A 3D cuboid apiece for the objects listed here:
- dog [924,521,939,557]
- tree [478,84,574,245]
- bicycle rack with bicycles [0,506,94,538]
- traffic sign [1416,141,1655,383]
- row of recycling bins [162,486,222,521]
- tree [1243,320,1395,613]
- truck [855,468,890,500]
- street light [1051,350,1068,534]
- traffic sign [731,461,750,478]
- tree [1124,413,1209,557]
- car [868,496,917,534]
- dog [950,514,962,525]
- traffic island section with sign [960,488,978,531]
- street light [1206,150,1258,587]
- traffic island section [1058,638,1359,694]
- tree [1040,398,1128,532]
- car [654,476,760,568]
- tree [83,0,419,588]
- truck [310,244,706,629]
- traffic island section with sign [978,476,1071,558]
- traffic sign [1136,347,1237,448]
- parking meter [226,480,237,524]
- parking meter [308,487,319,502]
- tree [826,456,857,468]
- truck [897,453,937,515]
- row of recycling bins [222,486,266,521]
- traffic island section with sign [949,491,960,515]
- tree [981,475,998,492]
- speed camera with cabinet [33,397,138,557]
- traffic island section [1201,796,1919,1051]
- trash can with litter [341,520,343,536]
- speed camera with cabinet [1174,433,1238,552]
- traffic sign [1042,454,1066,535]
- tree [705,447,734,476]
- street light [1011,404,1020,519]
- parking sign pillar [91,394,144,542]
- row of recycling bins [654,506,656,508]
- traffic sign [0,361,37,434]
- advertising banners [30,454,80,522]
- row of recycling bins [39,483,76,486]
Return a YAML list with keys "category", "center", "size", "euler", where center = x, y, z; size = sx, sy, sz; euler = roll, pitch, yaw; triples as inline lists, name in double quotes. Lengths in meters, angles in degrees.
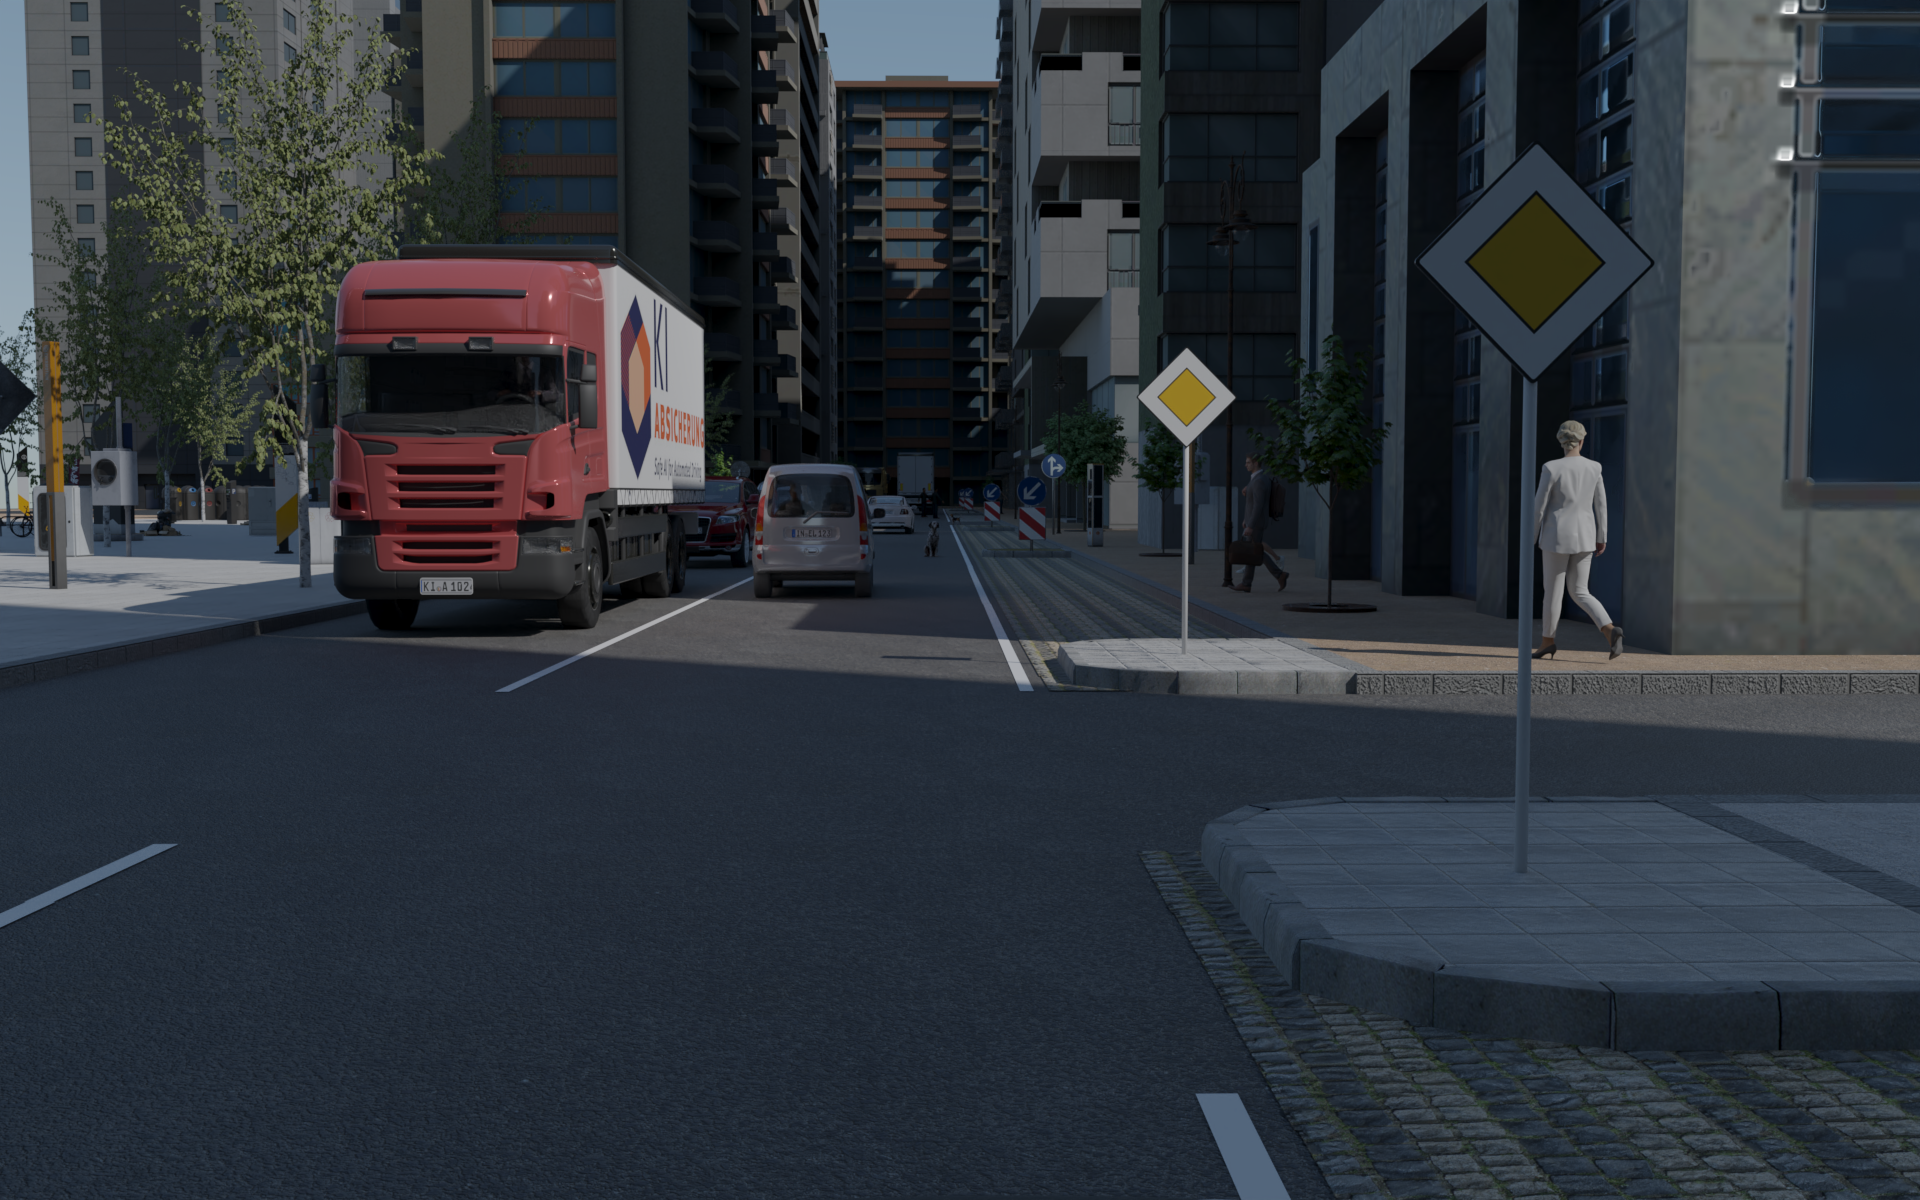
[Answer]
- category: "dog"
  center: [-0.564, -1.397, 39.675]
  size: [0.513, 0.831, 0.800]
  euler: [2, 4, 25]
- category: "tree"
  center: [-9.192, -4.994, 32.007]
  size: [4.737, 8.622, 4.395]
  euler: [0, 3, 0]
- category: "bicycle rack with bicycles"
  center: [-27.603, -2.395, 52.538]
  size: [2.852, 0.926, 2.925]
  euler: [3, 5, 43]
- category: "traffic sign"
  center: [1.923, -0.220, 5.789]
  size: [0.795, 2.593, 0.064]
  euler: [0, 4, -1]
- category: "row of recycling bins"
  center: [-37.386, -4.757, 84.882]
  size: [1.069, 1.692, 3.534]
  euler: [2, 4, 34]
- category: "tree"
  center: [4.193, -1.501, 19.137]
  size: [1.663, 3.219, 1.824]
  euler: [0, 3, 0]
- category: "truck"
  center: [-6.829, -8.127, 128.806]
  size: [3.469, 3.379, 9.791]
  euler: [0, 4, -1]
- category: "street light"
  center: [3.202, -5.086, 55.946]
  size: [0.468, 5.910, 1.993]
  euler: [0, 4, -1]
- category: "traffic sign"
  center: [-8.499, -4.089, 66.965]
  size: [0.768, 2.556, 0.104]
  euler: [0, 4, 7]
- category: "tree"
  center: [4.090, -2.510, 35.636]
  size: [1.663, 3.219, 1.824]
  euler: [0, 3, 0]
- category: "car"
  center: [-2.632, -3.122, 63.408]
  size: [2.083, 1.381, 4.827]
  euler: [0, 3, 0]
- category: "dog"
  center: [-0.203, -3.774, 80.994]
  size: [0.540, 0.507, 0.406]
  euler: [0, 4, -5]
- category: "traffic island section with sign"
  center: [1.113, -3.591, 67.333]
  size: [1.989, 1.847, 2.006]
  euler: [0, 4, -1]
- category: "street light"
  center: [3.710, -3.119, 23.791]
  size: [0.468, 5.910, 1.993]
  euler: [0, 4, -1]
- category: "traffic island section"
  center: [1.839, 0.515, 13.856]
  size: [2.009, 0.180, 2.903]
  euler: [0, 4, -1]
- category: "tree"
  center: [4.339, -4.643, 59.620]
  size: [4.285, 4.588, 4.351]
  euler: [0, 3, 0]
- category: "car"
  center: [-5.123, -1.638, 35.454]
  size: [2.281, 1.827, 5.304]
  euler: [0, 4, 1]
- category: "tree"
  center: [-9.235, -4.473, 23.501]
  size: [4.737, 8.622, 4.395]
  euler: [0, 3, 0]
- category: "truck"
  center: [-5.126, -2.011, 21.787]
  size: [2.839, 4.237, 11.283]
  euler: [0, 4, -1]
- category: "traffic island section with sign"
  center: [1.500, -1.898, 39.666]
  size: [1.989, 1.847, 2.006]
  euler: [0, 4, -1]
- category: "traffic sign"
  center: [1.815, -0.708, 13.773]
  size: [0.795, 2.593, 0.064]
  euler: [0, 4, -1]
- category: "parking meter"
  center: [-31.006, -4.158, 73.698]
  size: [0.255, 1.863, 0.399]
  euler: [1, 4, 18]
- category: "parking meter"
  center: [-24.174, -3.446, 64.748]
  size: [0.372, 1.533, 0.369]
  euler: [0, 3, 0]
- category: "tree"
  center: [-10.194, -9.974, 146.795]
  size: [4.285, 4.588, 4.351]
  euler: [0, 3, 0]
- category: "truck"
  center: [-3.069, -8.199, 122.969]
  size: [2.839, 4.237, 11.283]
  euler: [0, 4, 0]
- category: "row of recycling bins"
  center: [-34.902, -4.785, 85.352]
  size: [1.069, 1.692, 3.534]
  euler: [0, 4, 2]
- category: "traffic island section with sign"
  center: [0.452, -6.589, 116.352]
  size: [1.989, 1.847, 2.006]
  euler: [0, 4, -1]
- category: "tree"
  center: [2.920, -10.486, 166.049]
  size: [1.663, 3.219, 1.824]
  euler: [0, 3, 0]
- category: "speed camera with cabinet"
  center: [-17.858, -2.507, 35.331]
  size: [2.038, 3.252, 0.660]
  euler: [1, 4, 11]
- category: "traffic island section"
  center: [1.947, 1.004, 5.872]
  size: [2.009, 0.180, 2.903]
  euler: [0, 4, -1]
- category: "trash can with litter"
  center: [-17.146, -2.185, 47.120]
  size: [1.055, 1.170, 0.624]
  euler: [-2, 4, -25]
- category: "speed camera with cabinet"
  center: [5.558, -2.734, 39.033]
  size: [0.660, 3.252, 2.038]
  euler: [3, 4, 36]
- category: "traffic sign"
  center: [2.954, -3.334, 54.614]
  size: [0.768, 2.556, 0.104]
  euler: [0, 4, 2]
- category: "tree"
  center: [-9.835, -4.687, 71.235]
  size: [1.663, 3.219, 1.824]
  euler: [0, 3, 0]
- category: "street light"
  center: [2.846, -7.081, 88.558]
  size: [0.468, 5.910, 1.993]
  euler: [0, 4, -1]
- category: "parking sign pillar"
  center: [-23.192, -3.604, 47.400]
  size: [1.447, 3.967, 1.447]
  euler: [2, 4, 32]
- category: "row of recycling bins"
  center: [-13.705, -4.184, 75.529]
  size: [1.069, 1.692, 3.534]
  euler: [0, 4, 0]
- category: "traffic sign"
  center: [-7.678, -0.702, 13.666]
  size: [0.795, 2.593, 0.064]
  euler: [0, 4, -1]
- category: "advertising banners"
  center: [-39.426, -4.854, 75.545]
  size: [2.074, 3.025, 0.090]
  euler: [-1, 4, -17]
- category: "row of recycling bins"
  center: [-32.719, -3.405, 62.787]
  size: [1.069, 1.692, 3.534]
  euler: [-1, 4, -16]
